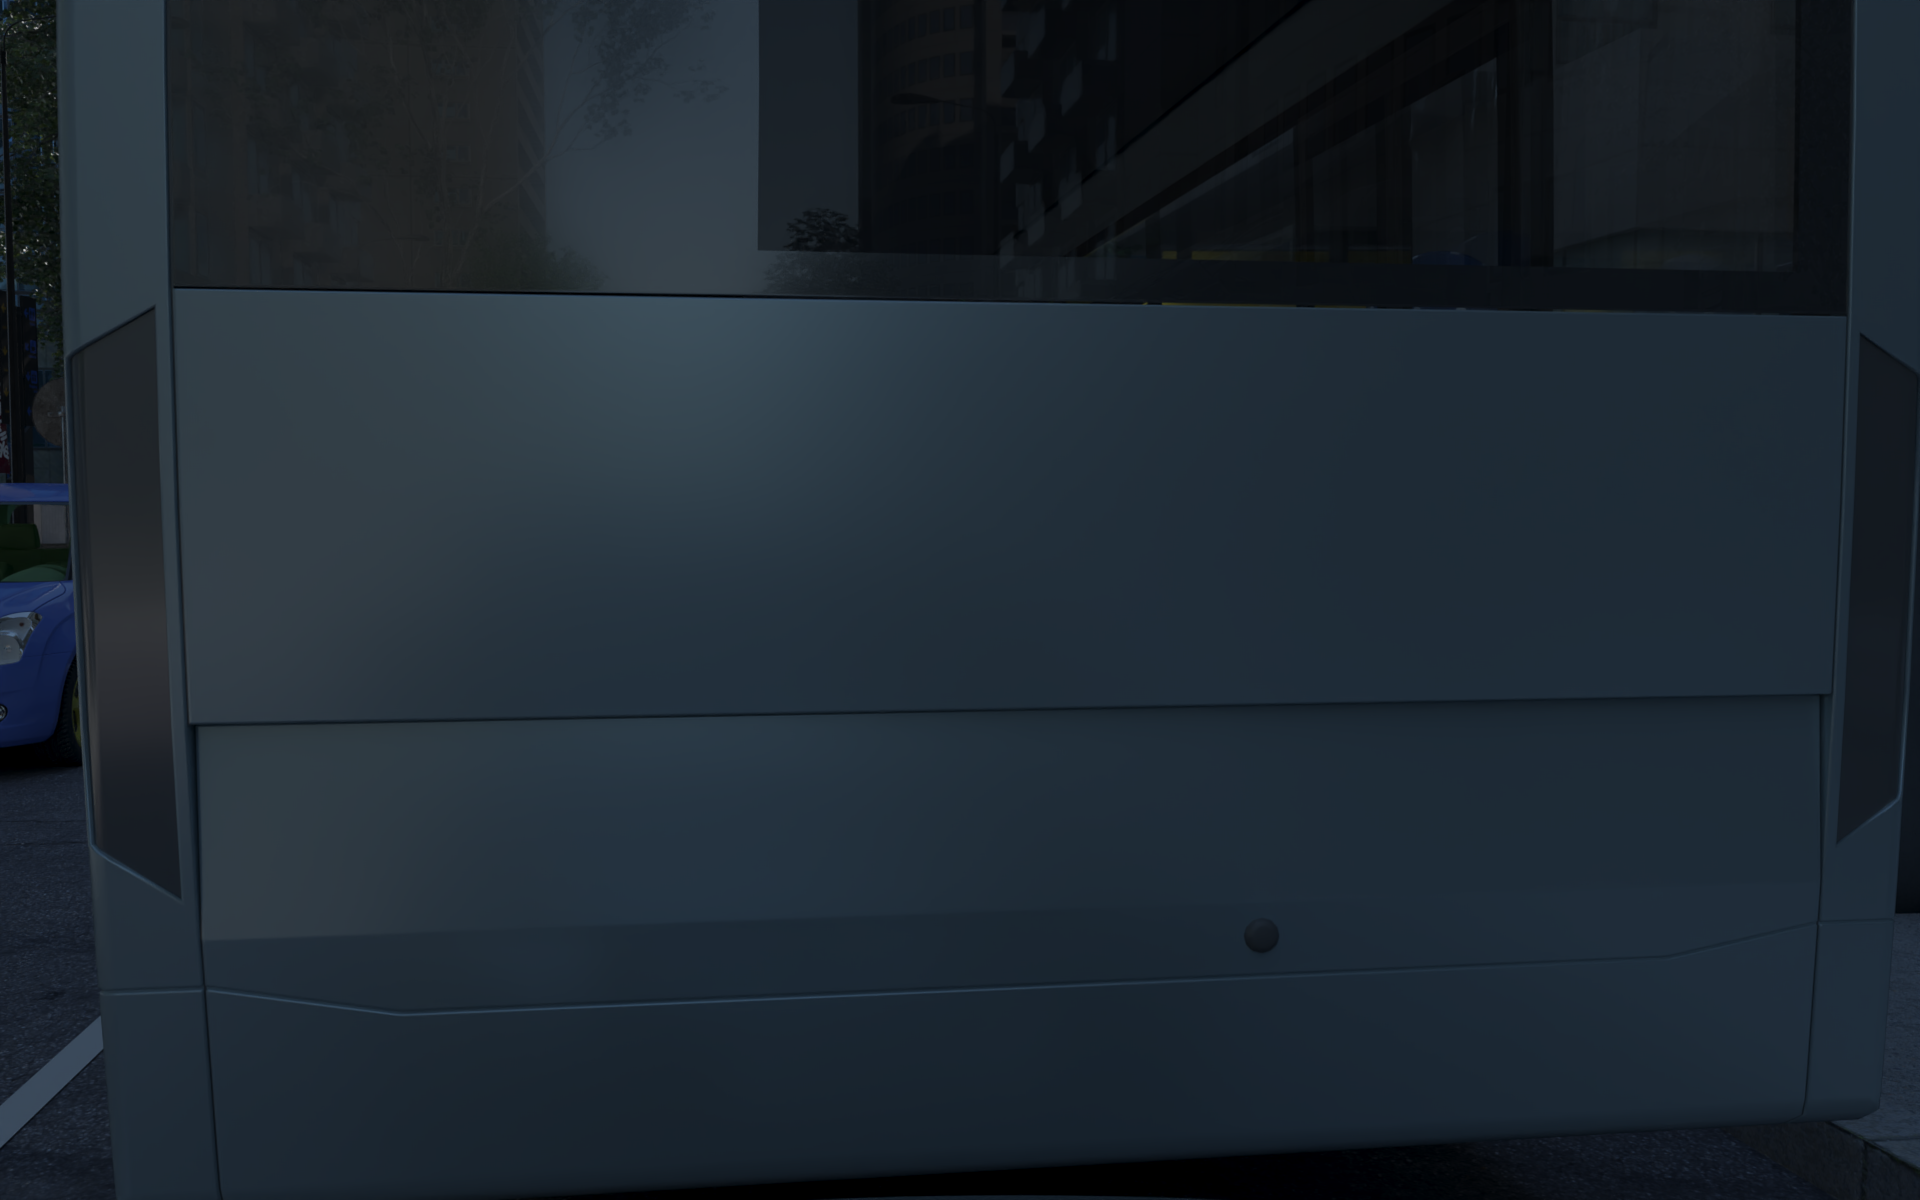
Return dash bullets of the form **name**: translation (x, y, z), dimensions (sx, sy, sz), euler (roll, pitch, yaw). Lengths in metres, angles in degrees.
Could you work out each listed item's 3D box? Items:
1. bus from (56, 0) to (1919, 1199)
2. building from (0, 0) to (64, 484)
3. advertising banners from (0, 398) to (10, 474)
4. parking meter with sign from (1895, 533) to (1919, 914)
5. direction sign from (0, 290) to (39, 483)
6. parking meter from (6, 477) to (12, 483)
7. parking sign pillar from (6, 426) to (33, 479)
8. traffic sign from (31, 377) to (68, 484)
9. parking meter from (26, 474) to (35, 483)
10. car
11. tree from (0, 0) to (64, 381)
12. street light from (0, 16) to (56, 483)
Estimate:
- **bus**: translation (-0.838, -0.856, 8.863), dimensions (2.948, 3.499, 13.247), euler (-1, 4, -9)
- **building**: translation (-37.358, -47.216, 84.655), dimensions (22.319, 86.520, 31.000), euler (-1, 4, -9)
- **advertising banners**: translation (-12.598, -1.586, 22.124), dimensions (0.090, 3.025, 2.074), euler (0, 4, -2)
- **parking meter with sign**: translation (2.986, -0.568, 5.547), dimensions (0.543, 3.016, 1.738), euler (0, 4, -2)
- **direction sign**: translation (-10.675, -1.695, 19.709), dimensions (0.379, 3.537, 0.876), euler (0, 4, -4)
- **parking meter**: translation (-31.453, -3.168, 57.505), dimensions (0.255, 1.863, 0.399), euler (0, 4, -6)
- **parking sign pillar**: translation (-35.587, -4.715, 65.569), dimensions (1.447, 3.967, 1.447), euler (0, 4, -1)
- **traffic sign**: translation (-9.732, -1.149, 18.894), dimensions (0.768, 2.556, 0.104), euler (0, 4, -2)
- **parking meter**: translation (-24.877, -2.477, 46.212), dimensions (0.399, 1.863, 0.255), euler (-3, 5, -41)
- **car**: translation (-5.592, -0.032, 10.109), dimensions (1.945, 1.707, 3.694), euler (-1, 4, -8)
- **tree**: translation (-12.386, -7.540, 29.941), dimensions (9.857, 13.997, 8.962), euler (0, 3, 0)
- **street light**: translation (-8.513, -2.695, 16.605), dimensions (1.470, 5.913, 1.316), euler (-1, 4, -9)
